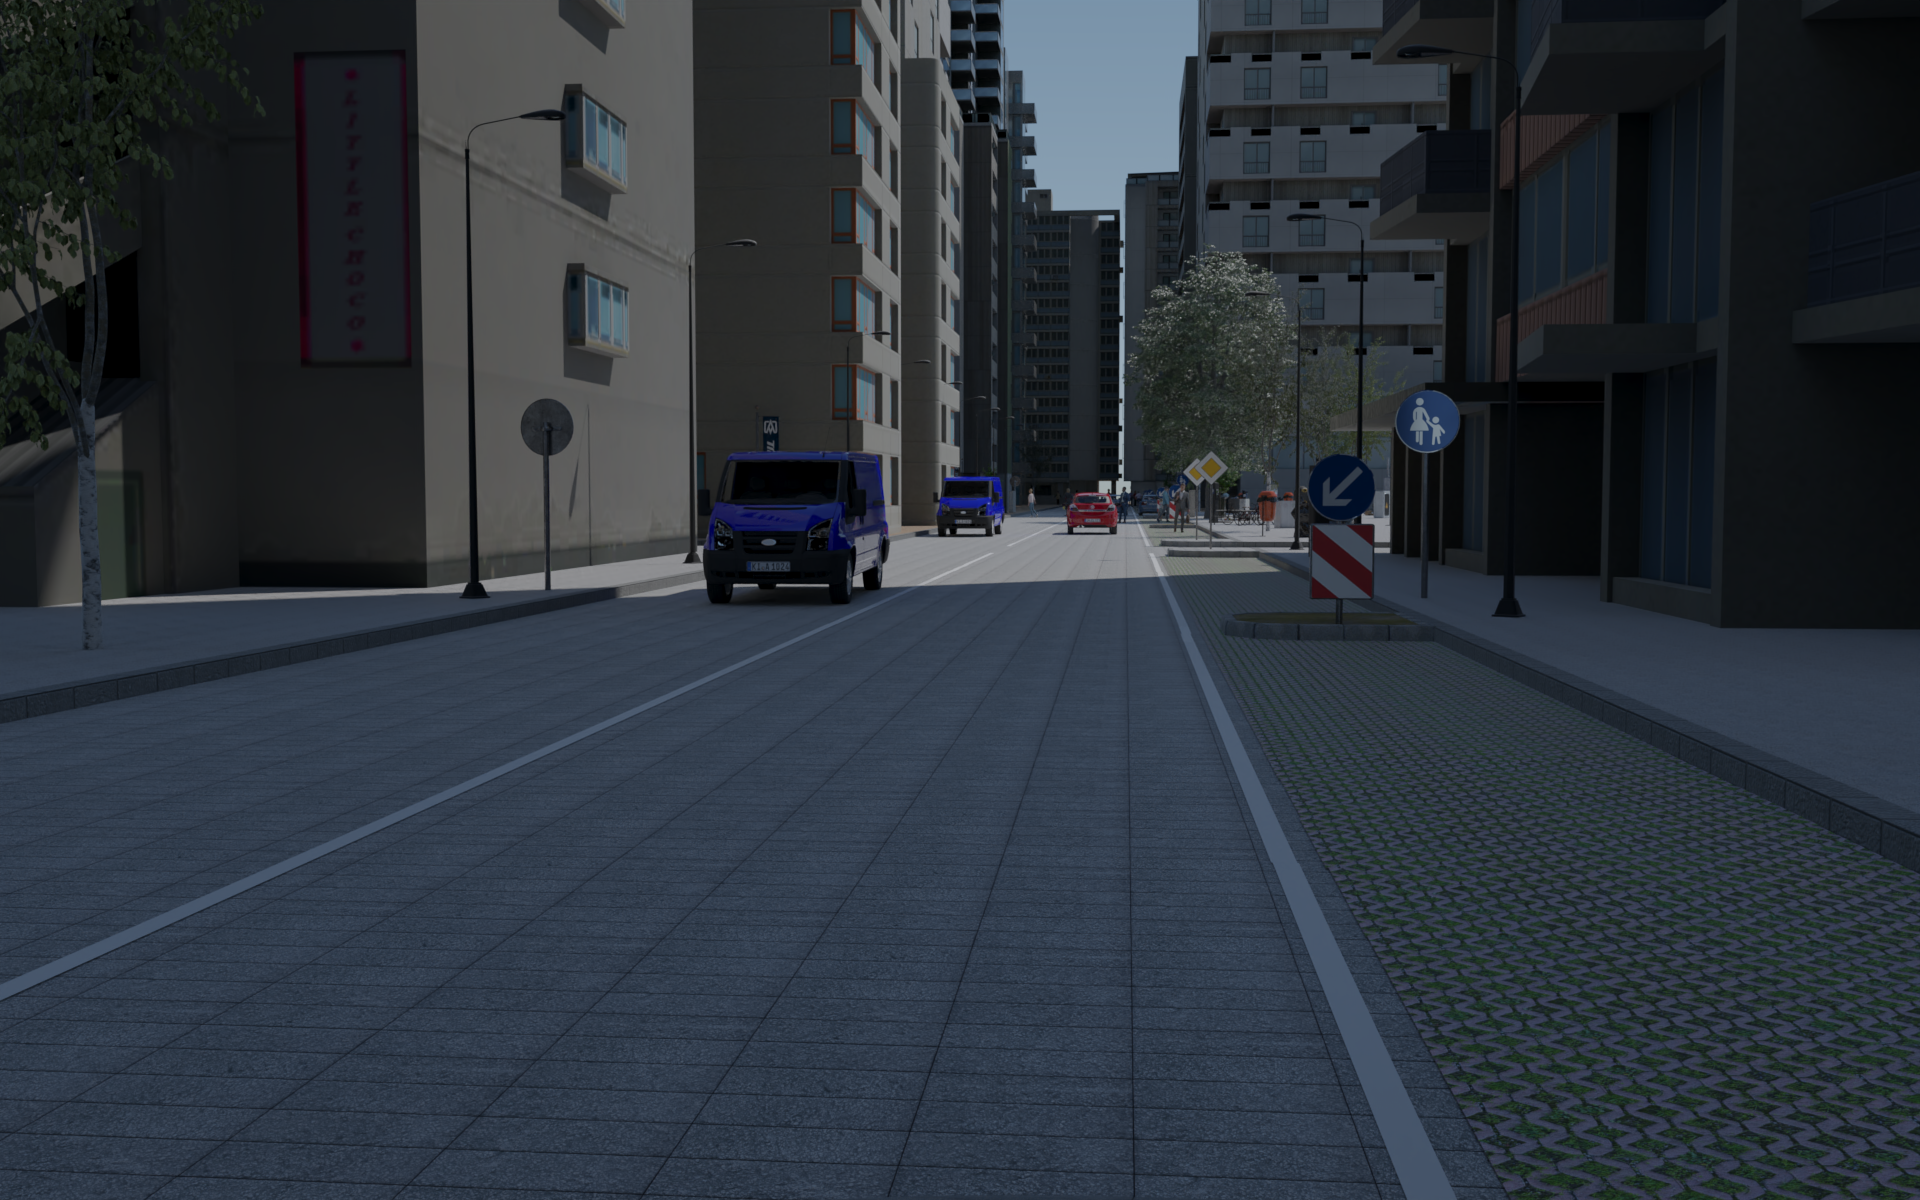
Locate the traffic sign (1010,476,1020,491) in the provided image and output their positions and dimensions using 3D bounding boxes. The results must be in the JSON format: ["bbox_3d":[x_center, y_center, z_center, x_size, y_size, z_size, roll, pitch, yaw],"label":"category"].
[{"bbox_3d":[3.821,-7.374,120.664,0.768,2.556,0.104,1,4,13],"label":"traffic sign"}]

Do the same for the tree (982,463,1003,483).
[{"bbox_3d":[1.831,-7.005,109.125,1.663,3.219,1.824,0,3,0],"label":"tree"}]

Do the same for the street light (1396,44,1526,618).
[{"bbox_3d":[5.211,-2.782,18.032,1.470,5.913,1.316,0,4,5],"label":"street light"}]

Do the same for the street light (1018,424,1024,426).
[{"bbox_3d":[3.545,-8.713,114.994,1.470,5.913,1.316,0,4,5],"label":"street light"}]

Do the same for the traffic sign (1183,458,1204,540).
[{"bbox_3d":[6.576,-2.719,48.091,0.795,2.450,0.064,0,4,5],"label":"traffic sign"}]

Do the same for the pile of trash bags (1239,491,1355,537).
[{"bbox_3d":[10.401,-2.569,51.762,3.447,1.369,1.912,3,5,41],"label":"pile of trash bags"}]

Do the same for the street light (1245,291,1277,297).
[{"bbox_3d":[7.217,-4.111,39.754,1.470,5.913,1.316,0,4,5],"label":"street light"}]

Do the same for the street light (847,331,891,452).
[{"bbox_3d":[-2.663,-4.706,49.488,1.470,5.913,1.316,0,4,5],"label":"street light"}]

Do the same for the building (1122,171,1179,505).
[{"bbox_3d":[27.131,-32.387,213.119,14.086,41.232,14.154,0,4,5],"label":"building"}]

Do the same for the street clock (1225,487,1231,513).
[{"bbox_3d":[17.798,-6.770,115.266,0.471,2.002,0.358,2,4,35],"label":"street clock"}]

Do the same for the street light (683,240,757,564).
[{"bbox_3d":[-4.408,-3.626,31.823,1.470,5.913,1.316,0,4,5],"label":"street light"}]

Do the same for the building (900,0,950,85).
[{"bbox_3d":[-14.996,-31.559,105.221,28.713,52.752,27.495,0,4,5],"label":"building"}]

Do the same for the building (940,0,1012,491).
[{"bbox_3d":[-6.126,-51.444,153.789,22.319,86.520,31.000,0,4,5],"label":"building"}]

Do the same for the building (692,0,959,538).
[{"bbox_3d":[-15.164,-13.439,64.770,27.650,21.520,28.899,0,4,5],"label":"building"}]

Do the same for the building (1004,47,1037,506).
[{"bbox_3d":[-7.165,-34.740,187.607,30.456,49.044,23.786,0,4,5],"label":"building"}]

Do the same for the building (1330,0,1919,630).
[{"bbox_3d":[17.637,-22.503,22.553,22.147,44.769,28.867,0,4,5],"label":"building"}]

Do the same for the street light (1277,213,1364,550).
[{"bbox_3d":[6.098,-3.439,28.772,1.470,5.913,1.316,0,4,5],"label":"street light"}]

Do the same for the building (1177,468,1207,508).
[{"bbox_3d":[31.270,-44.286,162.323,20.563,71.187,20.611,0,4,5],"label":"building"}]

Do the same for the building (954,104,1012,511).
[{"bbox_3d":[-3.511,-22.034,131.962,14.160,30.474,14.107,0,4,5],"label":"building"}]

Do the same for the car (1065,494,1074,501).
[{"bbox_3d":[11.351,-9.907,171.013,2.155,1.783,4.494,0,4,4],"label":"car"}]

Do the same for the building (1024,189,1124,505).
[{"bbox_3d":[9.000,-32.519,223.568,23.993,40.220,32.217,0,4,5],"label":"building"}]

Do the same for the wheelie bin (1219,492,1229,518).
[{"bbox_3d":[14.002,-5.218,93.218,0.980,1.594,0.693,1,4,18],"label":"wheelie bin"}]

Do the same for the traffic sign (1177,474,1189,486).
[{"bbox_3d":[14.443,-6.866,112.371,0.768,2.556,0.104,1,4,9],"label":"traffic sign"}]

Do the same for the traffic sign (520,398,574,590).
[{"bbox_3d":[-5.508,-1.405,23.071,0.768,2.556,0.104,1,4,13],"label":"traffic sign"}]

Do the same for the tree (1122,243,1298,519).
[{"bbox_3d":[13.094,-11.204,89.840,9.857,13.997,8.962,0,3,0],"label":"tree"}]

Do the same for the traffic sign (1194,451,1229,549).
[{"bbox_3d":[5.817,-2.232,40.142,0.795,2.450,0.064,0,4,5],"label":"traffic sign"}]

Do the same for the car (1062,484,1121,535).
[{"bbox_3d":[4.779,-3.288,62.806,2.155,1.783,4.494,0,4,4],"label":"car"}]

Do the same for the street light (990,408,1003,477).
[{"bbox_3d":[1.455,-7.400,93.529,1.470,5.913,1.316,0,4,5],"label":"street light"}]

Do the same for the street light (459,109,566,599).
[{"bbox_3d":[-5.446,-2.971,21.121,1.470,5.913,1.316,0,4,5],"label":"street light"}]

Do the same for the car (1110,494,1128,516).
[{"bbox_3d":[10.286,-6.318,115.298,2.014,1.417,4.499,0,4,6],"label":"car"}]

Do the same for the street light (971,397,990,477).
[{"bbox_3d":[0.520,-6.733,82.618,1.470,5.913,1.316,0,4,5],"label":"street light"}]

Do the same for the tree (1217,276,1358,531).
[{"bbox_3d":[10.863,-6.679,59.567,4.360,8.622,3.978,0,3,0],"label":"tree"}]

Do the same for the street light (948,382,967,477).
[{"bbox_3d":[-0.593,-6.063,71.675,1.470,5.913,1.316,0,4,5],"label":"street light"}]

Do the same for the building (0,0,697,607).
[{"bbox_3d":[-17.306,-24.695,27.462,21.600,48.544,21.300,0,4,5],"label":"building"}]

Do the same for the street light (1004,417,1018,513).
[{"bbox_3d":[2.569,-8.054,104.223,1.470,5.913,1.316,0,4,5],"label":"street light"}]

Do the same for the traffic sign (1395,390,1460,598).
[{"bbox_3d":[5.727,-1.295,21.284,0.768,2.556,0.104,1,4,12],"label":"traffic sign"}]

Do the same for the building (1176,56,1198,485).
[{"bbox_3d":[34.166,-34.263,183.900,21.300,48.544,21.600,0,4,5],"label":"building"}]

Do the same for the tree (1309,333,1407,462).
[{"bbox_3d":[18.530,-7.930,80.016,4.737,8.622,4.395,0,3,0],"label":"tree"}]

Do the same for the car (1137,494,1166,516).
[{"bbox_3d":[12.723,-6.288,114.813,2.014,1.417,4.499,0,4,5],"label":"car"}]

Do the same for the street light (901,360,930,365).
[{"bbox_3d":[-1.724,-5.364,60.244,1.470,5.913,1.316,0,4,5],"label":"street light"}]

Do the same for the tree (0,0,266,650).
[{"bbox_3d":[-7.396,-3.891,13.974,4.737,8.622,4.395,0,3,0],"label":"tree"}]

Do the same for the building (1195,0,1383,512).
[{"bbox_3d":[32.904,-33.573,138.162,28.713,52.752,27.495,0,4,5],"label":"building"}]
